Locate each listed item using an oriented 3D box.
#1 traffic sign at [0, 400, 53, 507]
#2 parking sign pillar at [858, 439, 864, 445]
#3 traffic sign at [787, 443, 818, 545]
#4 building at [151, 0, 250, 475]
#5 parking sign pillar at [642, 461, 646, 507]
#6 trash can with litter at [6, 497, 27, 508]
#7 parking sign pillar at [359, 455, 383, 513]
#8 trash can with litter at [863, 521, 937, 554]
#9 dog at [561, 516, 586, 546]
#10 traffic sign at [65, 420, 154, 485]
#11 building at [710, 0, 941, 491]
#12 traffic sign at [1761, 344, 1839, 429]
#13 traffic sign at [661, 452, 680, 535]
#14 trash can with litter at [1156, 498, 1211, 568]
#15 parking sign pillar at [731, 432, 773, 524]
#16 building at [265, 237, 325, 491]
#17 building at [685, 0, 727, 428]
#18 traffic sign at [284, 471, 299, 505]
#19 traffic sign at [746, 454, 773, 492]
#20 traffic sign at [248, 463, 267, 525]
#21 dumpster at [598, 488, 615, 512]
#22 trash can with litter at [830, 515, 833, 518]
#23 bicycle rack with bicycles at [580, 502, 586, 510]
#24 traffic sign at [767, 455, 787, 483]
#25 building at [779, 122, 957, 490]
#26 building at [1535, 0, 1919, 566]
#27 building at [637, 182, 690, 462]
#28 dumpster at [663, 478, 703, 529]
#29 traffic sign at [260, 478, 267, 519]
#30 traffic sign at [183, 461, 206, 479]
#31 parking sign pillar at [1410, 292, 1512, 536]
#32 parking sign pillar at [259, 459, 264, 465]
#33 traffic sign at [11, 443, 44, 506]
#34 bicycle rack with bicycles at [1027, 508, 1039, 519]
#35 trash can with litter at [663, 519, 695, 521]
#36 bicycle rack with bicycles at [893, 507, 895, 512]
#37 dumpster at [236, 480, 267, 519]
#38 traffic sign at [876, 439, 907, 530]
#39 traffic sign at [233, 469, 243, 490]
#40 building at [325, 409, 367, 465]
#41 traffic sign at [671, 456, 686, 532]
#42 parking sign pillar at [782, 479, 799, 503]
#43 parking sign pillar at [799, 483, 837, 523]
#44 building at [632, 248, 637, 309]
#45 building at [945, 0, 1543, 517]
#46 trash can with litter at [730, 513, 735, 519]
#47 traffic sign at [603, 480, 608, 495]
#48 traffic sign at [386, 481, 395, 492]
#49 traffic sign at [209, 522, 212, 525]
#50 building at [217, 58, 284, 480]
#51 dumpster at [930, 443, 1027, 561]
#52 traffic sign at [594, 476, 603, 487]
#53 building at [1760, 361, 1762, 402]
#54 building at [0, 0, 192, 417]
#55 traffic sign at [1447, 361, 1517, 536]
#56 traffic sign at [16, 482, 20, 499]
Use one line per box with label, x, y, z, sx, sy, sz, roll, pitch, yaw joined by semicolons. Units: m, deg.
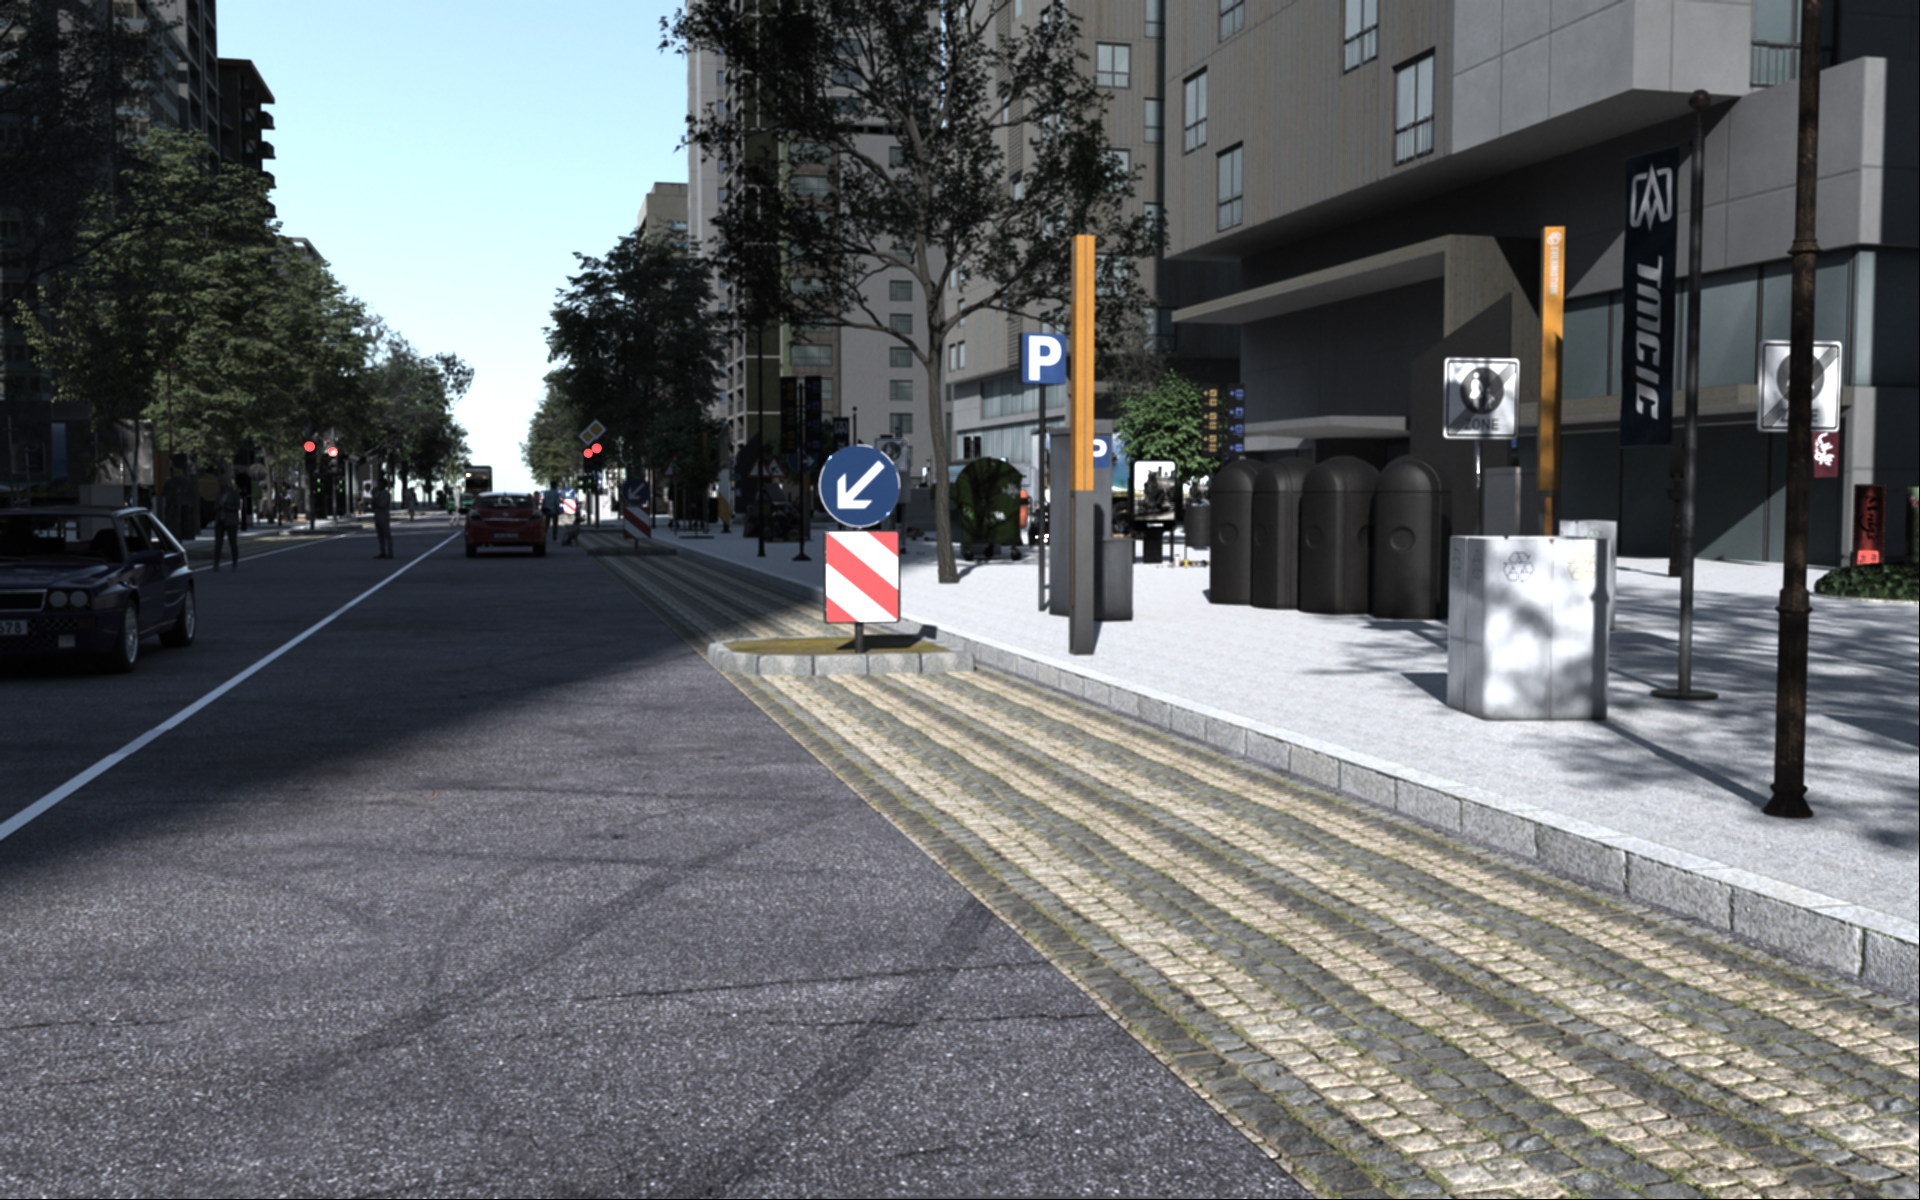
traffic sign;-20.846;-2.663;37.419;2.265;3.308;0.079;-1;4;-14
parking sign pillar;-4.522;-5.957;85.874;1.447;3.967;1.447;2;4;32
traffic sign;-3.945;-2.652;43.459;0.768;2.556;0.104;0;4;-6
building;-71.458;-43.230;145.058;20.563;71.187;20.611;-1;4;-14
parking sign pillar;-21.660;-7.970;118.774;1.447;3.967;1.447;0;4;5
trash can with litter;-26.419;-2.337;49.275;1.678;1.210;2.233;-1;4;-12
parking sign pillar;-40.647;-7.988;119.074;1.447;3.967;1.447;-1;4;-18
trash can with litter;-1.725;-1.614;37.440;1.678;1.210;2.233;-3;5;-44
dog;-10.782;-1.892;47.772;0.800;0.831;0.513;2;4;32
traffic sign;-23.292;-3.278;47.466;2.265;3.308;0.079;0;4;-6
building;-14.224;-44.893;172.258;20.563;71.187;20.611;-1;4;-14
traffic sign;5.608;-0.583;11.663;0.606;2.300;0.079;-1;4;-11
traffic sign;-8.806;-3.276;53.573;0.884;2.594;0.081;-1;4;-9
trash can with litter;4.631;-1.196;30.610;2.233;1.210;1.678;1;4;10
parking sign pillar;-9.070;-5.236;74.074;1.447;3.967;1.447;2;4;34
building;-102.392;-33.598;241.207;32.217;40.220;23.993;-1;4;-14
building;-20.244;-40.053;196.871;21.231;58.520;28.212;-1;4;-14
traffic sign;-36.963;-5.851;95.775;0.768;2.556;0.104;-1;4;-13
traffic sign;-6.518;-3.440;56.241;0.884;2.594;0.081;0;4;-8
traffic sign;-28.874;-4.349;71.214;0.768;2.556;0.104;-1;4;-9
dumpster;-25.941;-7.422;127.111;1.264;1.857;1.865;-1;4;-14
trash can with litter;-7.000;-5.333;98.580;0.624;1.170;1.055;0;4;6
bicycle rack with bicycles;-29.397;-7.724;139.674;2.925;0.926;2.852;-3;5;-40
traffic sign;-6.127;-3.490;57.072;0.884;2.594;0.081;0;4;-7
building;-7.569;-22.449;138.743;14.160;30.474;14.107;-1;4;-14
building;22.573;-27.820;44.104;28.713;52.752;27.495;-1;4;-14
building;-37.896;-39.284;265.990;21.300;48.544;21.600;-1;4;-14
dumpster;-10.254;-3.810;64.787;1.502;2.255;1.985;-1;4;-14
traffic sign;-36.290;-5.440;90.125;0.795;2.450;0.064;-1;4;-9
traffic sign;-27.251;-3.764;61.655;0.768;2.556;0.104;-1;4;-12
parking sign pillar;6.840;-2.153;23.668;1.447;3.967;1.447;2;4;25
parking sign pillar;-52.980;-8.694;130.615;1.447;3.967;1.447;1;4;9
traffic sign;-18.697;-1.997;34.774;0.606;2.300;0.079;-1;4;-9
bicycle rack with bicycles;3.809;-4.046;79.536;2.925;0.926;2.852;-3;4;-38
trash can with litter;-13.521;-4.466;84.069;2.233;1.210;1.678;-3;4;-37
bicycle rack with bicycles;-4.068;-5.013;95.351;2.852;0.926;2.925;1;4;10
dumpster;-36.410;-5.277;88.770;1.502;2.255;1.985;-1;4;-14
traffic sign;-1.257;-1.808;31.692;0.606;2.300;0.079;0;4;-5
traffic sign;-29.389;-4.165;70.226;0.606;2.300;0.079;-1;4;-9
building;-107.467;-25.883;268.233;27.650;21.520;28.899;-1;4;-14
traffic sign;-9.330;-3.584;58.595;0.884;2.594;0.081;0;4;-8
parking sign pillar;-10.204;-7.189;106.019;1.447;3.967;1.447;0;4;7
parking sign pillar;-6.238;-5.465;77.831;1.447;3.967;1.447;-1;4;-20
building;-43.468;-38.968;291.747;22.147;44.769;28.867;-1;4;-14
building;14.862;-31.563;105.295;27.495;52.752;28.713;-1;4;-14
trash can with litter;-11.349;-4.738;88.854;1.055;1.170;0.624;-1;4;-13
traffic sign;-25.354;-7.465;124.189;0.606;2.300;0.079;-1;4;-14
traffic sign;-46.938;-8.718;142.550;0.884;2.594;0.081;-1;4;-11
traffic sign;-30.725;-4.332;70.929;0.768;2.556;0.104;0;4;-8
building;-79.457;-31.499;169.633;22.147;44.769;28.867;-1;4;-14
dumpster;0.362;-1.917;33.841;1.502;2.255;1.985;-1;4;-14
traffic sign;-24.731;-7.221;118.162;0.768;2.556;0.104;0;4;-5
building;43.952;-25.962;108.066;14.086;41.232;14.154;-1;4;-14
building;-69.315;-26.334;122.443;32.217;40.220;23.993;-1;4;-14
traffic sign;3.922;-0.673;13.129;0.606;2.300;0.079;-1;4;-12
traffic sign;-25.345;-2.850;46.607;0.884;2.594;0.081;-1;4;-10
